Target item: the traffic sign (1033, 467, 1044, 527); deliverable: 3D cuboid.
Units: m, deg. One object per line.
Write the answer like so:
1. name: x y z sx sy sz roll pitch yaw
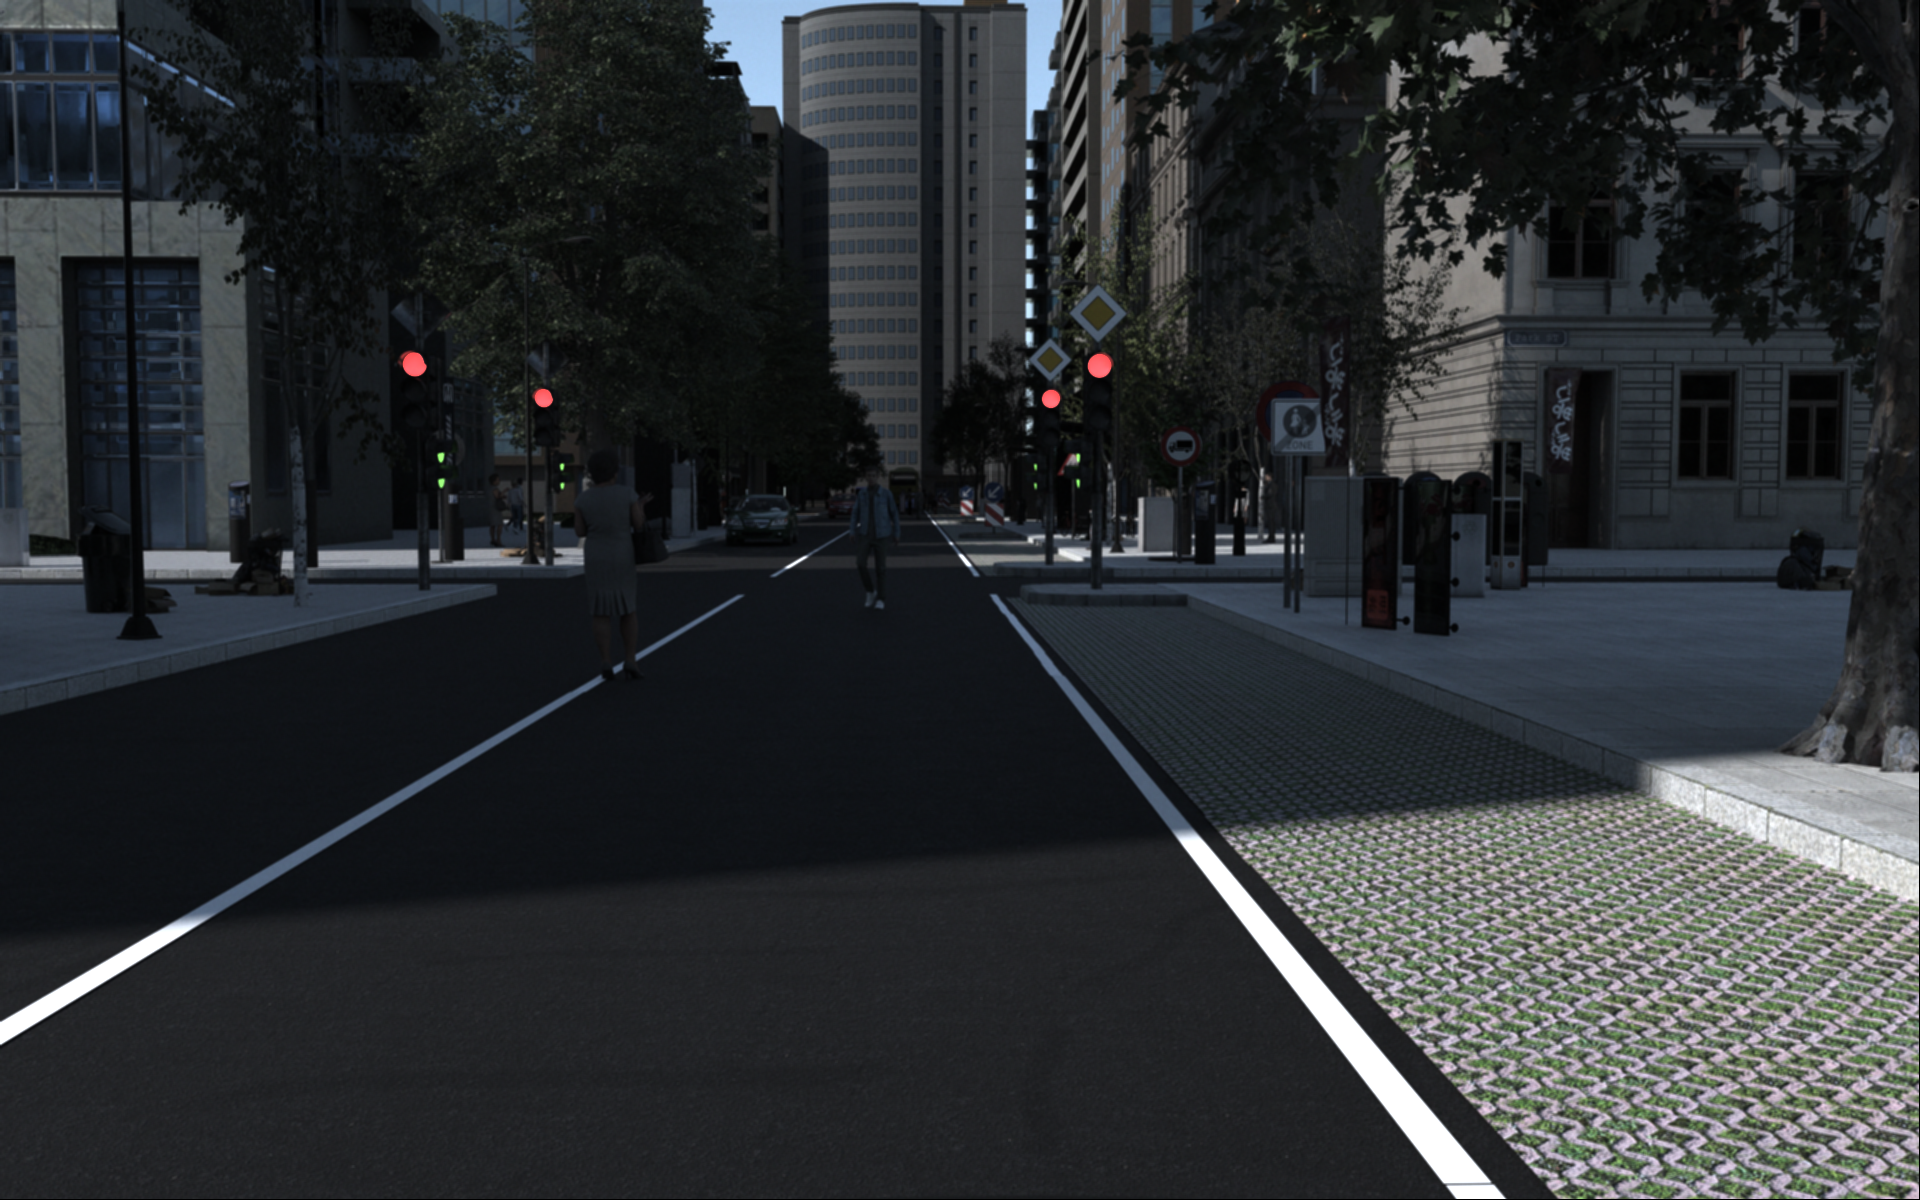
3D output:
1. traffic sign: 3.251 -4.128 67.596 0.768 2.556 0.104 0 4 5

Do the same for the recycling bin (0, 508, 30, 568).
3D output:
1. recycling bin: -16.841 -1.096 30.472 0.722 1.027 0.722 -1 4 -19

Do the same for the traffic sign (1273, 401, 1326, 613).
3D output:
1. traffic sign: 3.641 -1.010 18.648 0.606 2.300 0.079 0 4 0

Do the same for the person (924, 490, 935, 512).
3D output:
1. person: -2.392 -7.996 139.788 0.990 1.755 0.434 -1 4 -8

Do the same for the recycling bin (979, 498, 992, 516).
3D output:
1. recycling bin: 1.479 -5.315 99.449 0.722 1.027 0.722 0 4 2

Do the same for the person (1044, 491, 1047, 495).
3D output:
1. person: 5.406 -6.677 115.154 1.348 1.831 0.705 0 4 5

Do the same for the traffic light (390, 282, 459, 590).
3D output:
1. traffic light: -7.133 -2.085 23.009 0.839 4.253 0.868 0 4 -2

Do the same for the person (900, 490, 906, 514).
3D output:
1. person: -4.133 -7.114 125.477 0.551 1.740 0.621 1 4 11

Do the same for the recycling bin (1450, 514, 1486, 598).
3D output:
1. recycling bin: 6.198 -0.566 21.800 0.722 1.027 0.722 1 4 9

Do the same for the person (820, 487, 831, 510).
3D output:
1. person: -11.057 -8.430 143.501 0.705 1.869 1.348 3 4 37

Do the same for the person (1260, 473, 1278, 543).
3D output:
1. person: 8.088 -2.424 45.480 0.447 1.846 0.655 1 4 23

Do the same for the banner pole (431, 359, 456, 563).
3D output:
1. banner pole: -9.603 -2.588 32.334 0.401 3.779 0.863 1 4 10

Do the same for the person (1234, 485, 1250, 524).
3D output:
1. person: 8.699 -2.859 53.531 0.466 1.731 0.760 0 4 1

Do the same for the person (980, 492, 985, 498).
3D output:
1. person: 1.988 -9.039 154.375 0.434 1.755 0.990 0 4 -5

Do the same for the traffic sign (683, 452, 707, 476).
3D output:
1. traffic sign: -8.131 -3.251 52.889 0.795 2.593 0.064 0 4 5

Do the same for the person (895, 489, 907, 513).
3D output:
1. person: -4.370 -7.667 133.936 1.350 1.814 0.705 -1 4 -16

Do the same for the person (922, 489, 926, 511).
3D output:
1. person: -3.105 -8.565 148.172 0.705 1.869 1.348 1 4 17

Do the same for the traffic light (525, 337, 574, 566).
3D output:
1. traffic light: -7.358 -2.573 30.991 0.839 4.253 0.868 0 4 -2

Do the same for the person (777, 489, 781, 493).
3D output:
1. person: -16.152 -9.014 153.862 0.568 1.767 0.683 -2 4 -27

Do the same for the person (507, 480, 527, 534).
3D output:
1. person: -14.118 -2.963 55.163 0.731 1.740 0.598 0 4 3

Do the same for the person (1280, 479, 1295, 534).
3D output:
1. person: 10.615 -3.037 56.041 0.444 1.785 0.601 3 5 41

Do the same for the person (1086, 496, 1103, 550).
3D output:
1. person: 3.087 -1.805 39.828 0.394 1.301 0.425 0 4 4

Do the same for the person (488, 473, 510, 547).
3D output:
1. person: -11.177 -2.182 42.082 0.532 1.782 0.716 -2 4 -29

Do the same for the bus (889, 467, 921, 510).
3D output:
1. bus: -5.081 -10.239 158.959 2.896 3.916 12.252 0 4 -1

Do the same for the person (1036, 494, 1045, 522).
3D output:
1. person: 3.642 -4.178 78.623 0.475 1.303 0.640 1 4 20

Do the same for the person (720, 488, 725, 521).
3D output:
1. person: -11.576 -4.719 83.380 0.592 1.802 0.473 0 4 2

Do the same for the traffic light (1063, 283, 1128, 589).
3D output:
1. traffic light: 1.824 -2.101 23.276 0.839 4.253 0.868 0 4 -2

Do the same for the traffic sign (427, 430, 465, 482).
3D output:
1. traffic sign: -10.181 -2.090 34.283 0.768 2.556 0.104 0 4 -1

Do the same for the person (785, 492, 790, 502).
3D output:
1. person: -12.858 -7.277 128.289 0.557 1.426 1.065 2 4 29

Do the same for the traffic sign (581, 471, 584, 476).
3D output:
1. traffic sign: -10.802 -3.146 51.433 0.884 2.594 0.081 0 4 -1

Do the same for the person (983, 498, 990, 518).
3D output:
1. person: 1.553 -5.396 94.500 0.641 1.798 0.478 1 4 18

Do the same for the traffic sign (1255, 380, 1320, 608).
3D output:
1. traffic sign: 3.695 -1.185 19.480 0.768 2.556 0.104 0 4 8

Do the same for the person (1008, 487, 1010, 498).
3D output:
1. person: 3.263 -6.867 118.459 1.348 1.807 0.705 1 4 20

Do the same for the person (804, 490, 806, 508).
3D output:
1. person: -14.393 -9.336 159.598 0.541 1.710 0.530 -2 4 -24

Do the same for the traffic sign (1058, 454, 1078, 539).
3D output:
1. traffic sign: 3.195 -2.992 48.925 0.884 2.594 0.081 0 4 5

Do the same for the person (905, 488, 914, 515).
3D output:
1. person: -3.338 -6.590 116.263 0.705 1.823 1.348 -2 4 -32

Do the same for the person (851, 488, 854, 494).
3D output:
1. person: -7.414 -6.838 120.270 0.705 1.831 1.348 0 4 7

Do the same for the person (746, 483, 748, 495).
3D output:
1. person: -9.344 -4.340 77.261 0.793 1.790 0.793 -1 4 -13

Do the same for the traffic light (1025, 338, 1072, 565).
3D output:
1. traffic light: 1.600 -2.589 31.258 0.839 4.253 0.868 0 4 -2

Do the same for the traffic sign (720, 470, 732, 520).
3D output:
1. traffic sign: -11.760 -5.280 86.441 0.768 2.556 0.104 0 4 1

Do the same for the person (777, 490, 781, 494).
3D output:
1. person: -13.690 -7.568 131.253 0.415 1.643 0.593 0 4 -1

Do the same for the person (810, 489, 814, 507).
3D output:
1. person: -14.222 -9.823 166.779 0.705 1.807 1.348 -1 4 -14

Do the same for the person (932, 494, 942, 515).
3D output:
1. person: -1.560 -6.488 117.819 0.697 1.427 0.421 2 4 27

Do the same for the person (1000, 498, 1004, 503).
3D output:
1. person: 3.392 -8.149 139.799 1.217 1.766 0.721 2 4 34

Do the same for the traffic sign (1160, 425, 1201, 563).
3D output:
1. traffic sign: 4.078 -1.956 32.091 0.768 2.556 0.104 0 4 -1
